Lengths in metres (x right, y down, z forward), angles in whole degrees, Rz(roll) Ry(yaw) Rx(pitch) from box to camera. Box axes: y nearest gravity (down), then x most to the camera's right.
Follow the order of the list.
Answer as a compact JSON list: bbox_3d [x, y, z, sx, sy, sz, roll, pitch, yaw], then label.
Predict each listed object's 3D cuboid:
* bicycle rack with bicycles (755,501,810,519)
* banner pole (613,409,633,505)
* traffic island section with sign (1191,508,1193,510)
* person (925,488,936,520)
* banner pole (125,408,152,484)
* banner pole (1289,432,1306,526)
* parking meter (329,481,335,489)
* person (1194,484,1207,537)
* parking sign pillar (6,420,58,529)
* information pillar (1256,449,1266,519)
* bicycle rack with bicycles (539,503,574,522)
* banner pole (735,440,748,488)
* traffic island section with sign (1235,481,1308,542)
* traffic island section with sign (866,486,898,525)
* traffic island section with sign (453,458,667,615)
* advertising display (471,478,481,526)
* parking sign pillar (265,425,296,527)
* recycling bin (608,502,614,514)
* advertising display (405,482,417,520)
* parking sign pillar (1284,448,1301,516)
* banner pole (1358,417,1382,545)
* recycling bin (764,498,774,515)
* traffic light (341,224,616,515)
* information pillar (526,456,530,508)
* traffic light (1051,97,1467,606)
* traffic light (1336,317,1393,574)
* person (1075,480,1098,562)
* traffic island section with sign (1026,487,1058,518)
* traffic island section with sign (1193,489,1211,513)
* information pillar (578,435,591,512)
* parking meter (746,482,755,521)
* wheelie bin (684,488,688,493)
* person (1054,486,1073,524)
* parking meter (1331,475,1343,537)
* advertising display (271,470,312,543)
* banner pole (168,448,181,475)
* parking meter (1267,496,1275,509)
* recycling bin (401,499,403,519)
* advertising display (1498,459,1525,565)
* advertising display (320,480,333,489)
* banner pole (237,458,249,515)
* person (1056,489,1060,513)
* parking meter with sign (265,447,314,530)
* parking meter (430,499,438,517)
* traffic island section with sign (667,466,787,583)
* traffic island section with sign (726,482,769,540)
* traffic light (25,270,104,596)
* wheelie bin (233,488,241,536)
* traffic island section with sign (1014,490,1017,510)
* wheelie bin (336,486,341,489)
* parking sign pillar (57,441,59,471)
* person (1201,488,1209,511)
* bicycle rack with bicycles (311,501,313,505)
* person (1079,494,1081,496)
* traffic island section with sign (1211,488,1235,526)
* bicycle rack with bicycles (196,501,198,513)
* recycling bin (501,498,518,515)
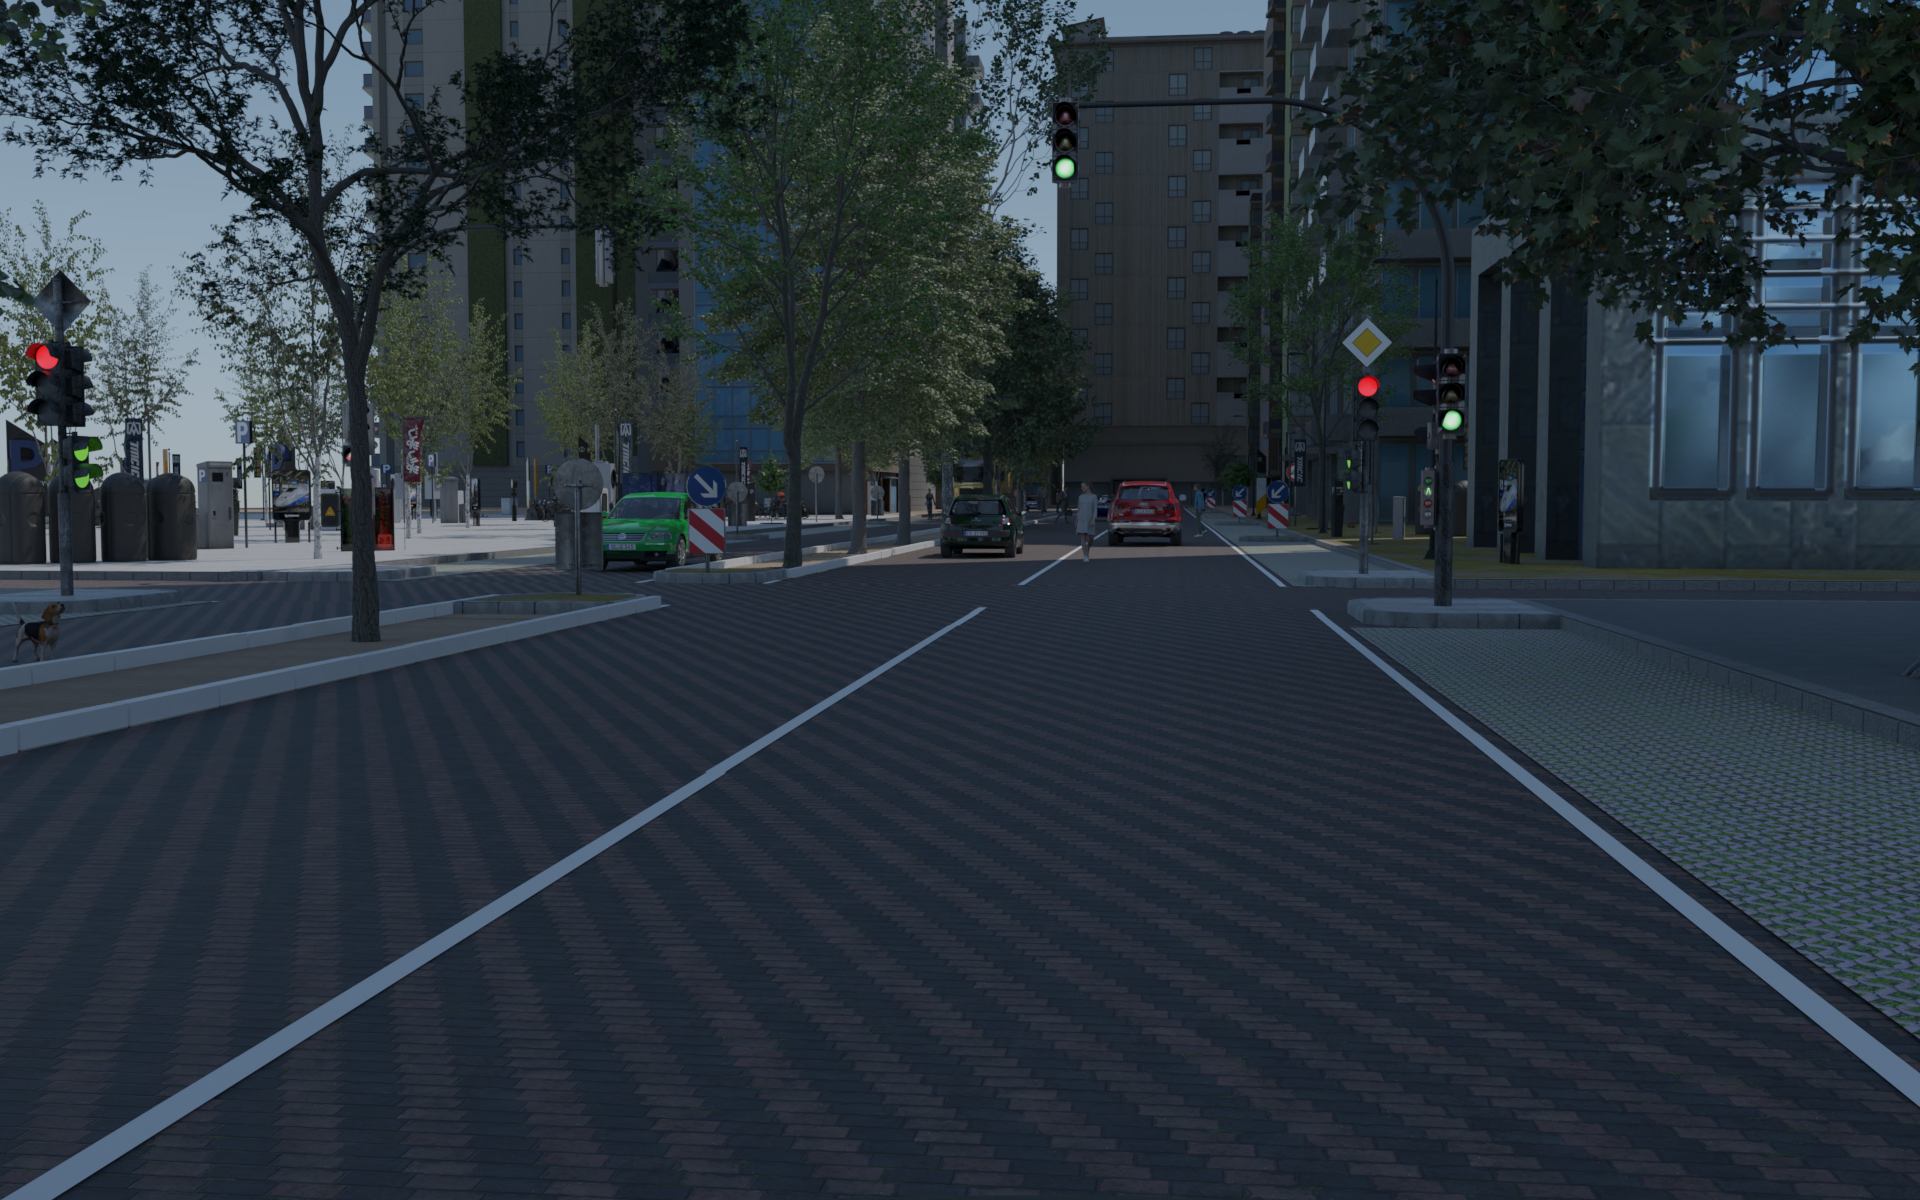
[{"bbox_3d":[-9.507,-4.628,89.051,2.925,0.926,2.852,1,4,22],"label":"bicycle rack with bicycles"},{"bbox_3d":[-9.921,-3.719,50.829,0.863,3.779,0.401,2,4,27],"label":"banner pole"},{"bbox_3d":[21.752,-8.995,155.703,1.989,1.847,2.006,0,4,7],"label":"traffic island section with sign"},{"bbox_3d":[-1.664,-5.429,97.690,0.534,1.772,0.576,2,4,27],"label":"person"},{"bbox_3d":[-23.782,-3.687,50.307,0.863,3.779,0.401,-2,4,-30],"label":"banner pole"},{"bbox_3d":[13.470,-4.859,69.469,0.863,3.779,0.401,0,4,3],"label":"banner pole"},{"bbox_3d":[-28.041,-4.383,77.380,0.255,1.863,0.399,-1,4,-17],"label":"parking meter"},{"bbox_3d":[8.037,-3.005,57.977,0.444,1.785,0.601,2,4,31],"label":"person"},{"bbox_3d":[-33.852,-4.554,62.931,1.447,3.967,1.447,-3,4,-37],"label":"parking sign pillar"},{"bbox_3d":[15.442,-5.961,88.814,0.504,3.616,0.183,0,4,6],"label":"information pillar"},{"bbox_3d":[-18.032,-4.097,80.366,2.925,0.926,2.852,-1,4,-21],"label":"bicycle rack with bicycles"},{"bbox_3d":[-10.202,-5.541,80.604,0.863,3.779,0.401,-3,5,-44],"label":"banner pole"},{"bbox_3d":[9.433,-2.669,52.264,1.989,1.847,2.006,0,4,7],"label":"traffic island section with sign"},{"bbox_3d":[-3.895,-4.445,81.308,1.989,1.847,2.006,0,4,7],"label":"traffic island section with sign"},{"bbox_3d":[-4.922,-0.811,21.395,2.006,1.907,1.989,0,4,7],"label":"traffic island section with sign"},{"bbox_3d":[-19.334,-3.913,69.198,0.123,1.923,0.974,-2,4,-30],"label":"advertising display"},{"bbox_3d":[-26.184,-4.808,67.089,1.447,3.967,1.447,-3,5,-43],"label":"parking sign pillar"},{"bbox_3d":[-20.294,-5.344,99.927,0.722,1.027,0.722,1,4,16],"label":"recycling bin"},{"bbox_3d":[-27.181,-4.914,85.555,0.123,1.923,0.974,1,4,18],"label":"advertising display"},{"bbox_3d":[19.161,-6.873,100.844,1.447,3.967,1.447,1,4,17],"label":"parking sign pillar"},{"bbox_3d":[10.407,-3.318,44.272,0.401,3.779,0.863,-2,4,-25],"label":"banner pole"},{"bbox_3d":[-11.488,-5.663,105.150,0.722,1.027,0.722,-1,4,-12],"label":"recycling bin"},{"bbox_3d":[-8.239,-3.353,29.495,4.771,5.953,1.251,0,4,7],"label":"traffic light"},{"bbox_3d":[-26.836,-7.114,107.669,0.183,3.616,0.504,-2,4,-28],"label":"information pillar"},{"bbox_3d":[3.435,-2.767,19.907,4.771,5.953,1.251,0,4,7],"label":"traffic light"},{"bbox_3d":[6.468,-2.374,27.730,0.839,4.253,0.868,0,4,7],"label":"traffic light"},{"bbox_3d":[2.685,-1.693,36.930,0.466,1.731,0.760,0,4,-6],"label":"person"},{"bbox_3d":[4.845,-5.824,103.363,2.006,1.907,1.989,0,4,7],"label":"traffic island section with sign"},{"bbox_3d":[18.566,-7.358,128.936,1.989,1.847,2.006,0,4,7],"label":"traffic island section with sign"},{"bbox_3d":[-14.978,-4.755,69.094,0.504,3.616,0.183,0,4,-6],"label":"information pillar"},{"bbox_3d":[-9.839,-4.629,81.388,0.399,1.863,0.255,-2,4,-28],"label":"parking meter"},{"bbox_3d":[-13.877,-4.796,86.329,0.980,1.594,0.693,2,4,27],"label":"wheelie bin"},{"bbox_3d":[5.026,-4.635,84.243,0.822,1.834,0.622,1,4,21],"label":"person"},{"bbox_3d":[11.246,-2.809,51.638,0.255,1.863,0.399,0,4,-6],"label":"parking meter"},{"bbox_3d":[-17.614,-2.474,45.659,0.974,1.923,0.123,-1,4,-9],"label":"advertising display"},{"bbox_3d":[-43.095,-6.418,94.959,0.401,3.779,0.863,3,4,38],"label":"banner pole"},{"bbox_3d":[15.156,-4.644,84.332,0.372,1.533,0.369,0,3,0],"label":"parking meter"},{"bbox_3d":[-28.738,-4.606,87.865,0.722,1.027,0.722,-3,4,-37],"label":"recycling bin"},{"bbox_3d":[10.143,-1.633,31.908,0.123,1.923,0.974,0,4,-3],"label":"advertising display"},{"bbox_3d":[-30.140,-4.706,82.160,0.974,1.923,0.123,0,4,-6],"label":"advertising display"},{"bbox_3d":[-43.961,-7.094,105.995,0.401,3.779,0.863,1,4,19],"label":"banner pole"},{"bbox_3d":[7.547,-7.600,132.846,0.705,1.814,1.350,0,4,-1],"label":"person"},{"bbox_3d":[-23.828,-4.016,61.926,1.738,3.016,0.543,-2,4,-33],"label":"parking meter with sign"},{"bbox_3d":[-30.122,-5.709,99.055,0.399,1.863,0.255,0,4,2],"label":"parking meter"},{"bbox_3d":[-4.036,-1.261,28.749,2.006,1.907,1.989,0,4,7],"label":"traffic island section with sign"},{"bbox_3d":[-7.095,-2.808,54.543,1.989,1.847,2.006,0,4,7],"label":"traffic island section with sign"},{"bbox_3d":[-11.272,-2.010,21.778,0.839,4.253,0.868,0,4,7],"label":"traffic light"},{"bbox_3d":[-22.583,-2.779,53.351,0.980,1.594,0.693,3,5,45],"label":"wheelie bin"},{"bbox_3d":[5.269,-9.149,158.215,1.989,1.847,2.006,0,4,7],"label":"traffic island section with sign"},{"bbox_3d":[-24.039,-3.614,66.996,0.693,1.594,0.980,-1,4,-10],"label":"wheelie bin"},{"bbox_3d":[-42.812,-5.788,83.111,1.447,3.967,1.447,-3,5,-42],"label":"parking sign pillar"},{"bbox_3d":[18.604,-7.603,132.439,1.348,1.869,0.705,3,4,37],"label":"person"},{"bbox_3d":[-33.234,-4.745,90.966,2.925,0.926,2.852,1,4,11],"label":"bicycle rack with bicycles"},{"bbox_3d":[10.117,-8.166,145.278,0.557,1.426,1.065,1,4,17],"label":"person"},{"bbox_3d":[12.627,-4.306,79.030,1.989,1.847,2.006,0,4,7],"label":"traffic island section with sign"},{"bbox_3d":[-37.835,-4.452,86.173,2.852,0.926,2.925,-3,4,-36],"label":"bicycle rack with bicycles"},{"bbox_3d":[-27.794,-5.769,106.880,0.722,1.027,0.722,2,4,30],"label":"recycling bin"}]
